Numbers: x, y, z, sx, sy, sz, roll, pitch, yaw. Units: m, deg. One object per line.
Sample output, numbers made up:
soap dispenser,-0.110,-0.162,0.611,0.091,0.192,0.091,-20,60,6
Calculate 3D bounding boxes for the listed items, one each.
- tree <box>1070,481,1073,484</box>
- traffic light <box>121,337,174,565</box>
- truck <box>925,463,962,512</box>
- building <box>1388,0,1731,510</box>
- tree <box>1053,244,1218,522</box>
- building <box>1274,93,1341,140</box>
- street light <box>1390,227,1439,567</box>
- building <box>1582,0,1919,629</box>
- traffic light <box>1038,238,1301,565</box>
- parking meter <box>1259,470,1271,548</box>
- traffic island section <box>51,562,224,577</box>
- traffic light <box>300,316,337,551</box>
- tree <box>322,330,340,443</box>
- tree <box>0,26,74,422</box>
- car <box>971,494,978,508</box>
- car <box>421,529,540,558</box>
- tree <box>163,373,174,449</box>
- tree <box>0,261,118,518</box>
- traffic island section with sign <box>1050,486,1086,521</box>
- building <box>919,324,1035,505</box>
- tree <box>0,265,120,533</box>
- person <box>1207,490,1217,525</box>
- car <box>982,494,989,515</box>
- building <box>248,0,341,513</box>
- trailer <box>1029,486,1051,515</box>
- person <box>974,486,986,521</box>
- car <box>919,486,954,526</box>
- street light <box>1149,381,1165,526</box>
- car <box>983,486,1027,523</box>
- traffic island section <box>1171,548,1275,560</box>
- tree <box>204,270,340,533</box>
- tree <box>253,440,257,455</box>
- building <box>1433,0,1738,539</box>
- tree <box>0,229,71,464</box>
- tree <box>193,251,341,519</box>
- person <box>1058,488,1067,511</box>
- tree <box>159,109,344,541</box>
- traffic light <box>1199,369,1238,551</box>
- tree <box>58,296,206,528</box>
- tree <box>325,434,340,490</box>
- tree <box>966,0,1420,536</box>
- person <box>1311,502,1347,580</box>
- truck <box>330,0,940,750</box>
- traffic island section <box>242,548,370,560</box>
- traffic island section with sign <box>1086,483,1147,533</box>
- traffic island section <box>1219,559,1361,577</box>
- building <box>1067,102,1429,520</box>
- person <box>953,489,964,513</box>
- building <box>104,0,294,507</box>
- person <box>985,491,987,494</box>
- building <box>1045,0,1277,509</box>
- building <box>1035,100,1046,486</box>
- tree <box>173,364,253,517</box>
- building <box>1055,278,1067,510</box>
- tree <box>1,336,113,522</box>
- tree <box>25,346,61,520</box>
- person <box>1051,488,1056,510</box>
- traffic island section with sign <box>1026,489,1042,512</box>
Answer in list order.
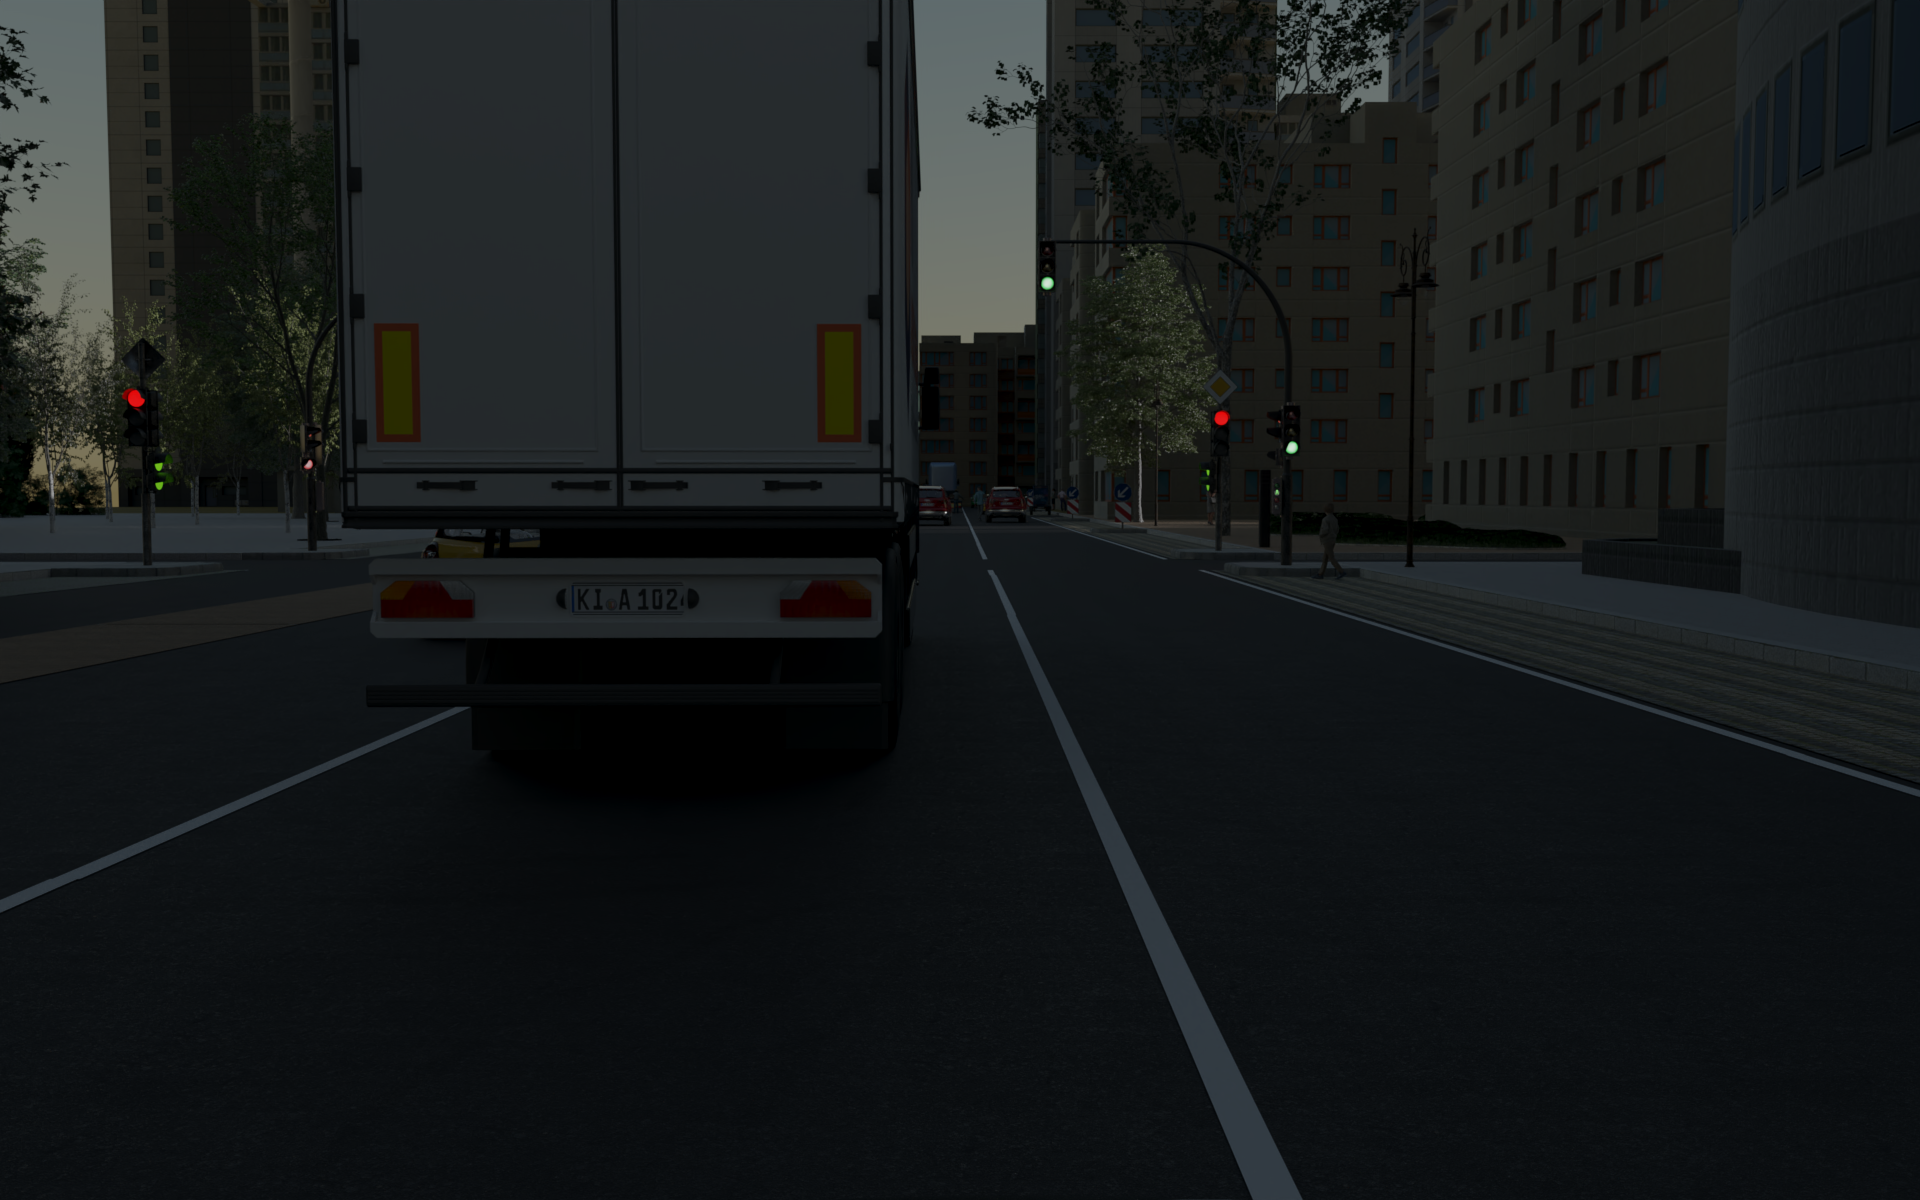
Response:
tree,8.544,-7.503,117.271,1.663,3.219,1.824,0,3,0
traffic light,-14.607,-2.577,31.060,0.839,4.253,0.868,0,4,0
truck,-1.307,-9.309,141.966,2.967,4.110,18.799,0,4,-2
building,60.639,-38.963,179.042,28.212,58.520,21.231,0,4,0
tree,8.075,-9.764,77.774,7.486,12.596,7.792,0,3,0
building,34.470,-29.492,174.069,23.993,40.220,32.217,0,4,0
street light,7.895,-3.513,30.232,0.468,5.910,1.993,0,4,0
building,19.638,-28.933,15.051,21.231,58.520,28.212,0,4,0
traffic light,3.763,-3.444,30.979,4.771,5.953,1.251,0,4,0
parking meter,7.334,-2.200,41.680,0.255,1.863,0.399,0,4,6
traffic island section,-14.647,-0.545,31.194,2.009,0.180,2.903,0,4,0
traffic light,-12.535,-3.940,39.085,4.771,5.953,1.251,0,4,0
tree,-34.953,-11.807,103.411,12.009,13.543,11.850,0,3,0
tree,-17.082,-6.535,23.852,9.611,12.733,9.660,0,3,0
car,2.036,-10.343,177.902,1.959,1.807,4.718,0,4,1
car,-4.581,-0.519,18.709,2.015,1.641,3.980,0,4,-2
tree,-43.720,-8.483,89.066,4.360,8.622,3.978,0,3,0
tree,-56.442,-12.019,98.334,13.155,14.587,18.604,-1,4,-14
traffic island section with sign,5.753,-5.027,90.822,1.989,1.847,2.006,0,4,0
building,9.746,-22.440,211.935,28.899,21.520,27.650,0,4,0
tree,-29.665,-6.513,56.857,4.360,8.622,3.978,0,3,0
person,10.480,-3.996,71.732,0.532,1.782,0.716,1,4,10
car,2.326,-6.862,122.411,2.015,1.641,3.980,0,4,-1
building,-32.813,-26.583,126.518,32.217,40.220,23.993,0,4,0
trailer,5.457,-6.788,118.026,1.471,1.999,3.904,0,4,1
person,1.033,-5.151,92.579,0.638,1.841,0.748,2,4,26
car,-1.429,-4.357,79.907,2.281,1.827,5.304,0,4,1
street light,7.878,-5.911,69.428,0.468,5.910,1.993,0,4,0
car,2.310,-4.861,88.158,2.281,1.827,5.304,0,3,0
traffic island section,5.875,-1.036,39.224,2.009,0.180,2.903,0,4,0
tree,-22.210,-6.527,57.077,4.737,8.622,4.395,0,3,0
tree,-43.933,-9.471,105.220,4.360,8.622,3.978,0,3,0
building,32.569,-12.713,52.895,28.899,21.520,27.650,0,4,0
tree,-38.441,-9.613,63.822,9.857,13.997,8.962,0,3,0
tree,-34.527,-11.215,90.019,9.857,13.997,8.962,0,3,0
person,7.628,-7.429,128.442,0.756,1.711,0.436,3,5,41
tree,-17.607,-7.427,47.183,9.928,11.665,9.643,0,3,0
traffic light,5.835,-3.070,39.110,0.839,4.253,0.868,0,4,0
tree,-30.185,-7.008,64.944,4.737,8.622,4.395,0,3,0
tree,-40.068,-9.855,111.489,4.360,8.622,3.978,0,3,0
tree,7.070,-12.103,53.776,12.611,20.169,13.585,0,3,0
person,6.140,-0.982,28.830,0.640,1.303,0.475,2,4,27
truck,-1.551,-1.472,12.986,2.839,4.237,11.283,0,4,-1
traffic island section,-14.666,-1.034,39.179,2.009,0.180,2.903,0,4,0
traffic island section with sign,5.827,-3.379,63.867,1.989,1.847,2.006,0,4,0
traffic island section,5.894,-0.548,31.239,2.009,0.180,2.903,0,4,0
building,21.130,-15.596,100.039,27.650,21.520,28.899,0,4,0
person,-0.295,-7.326,128.357,1.350,1.814,0.705,-1,4,-16
building,-72.727,-45.292,178.768,20.611,71.187,20.563,0,4,0
person,2.951,-11.174,191.214,0.705,1.822,1.348,2,4,31
building,18.452,-37.863,161.065,21.231,58.520,28.212,0,4,0
building,14.904,-30.543,182.973,14.154,41.232,14.086,0,4,0
tree,-43.331,-9.036,98.099,4.360,8.622,3.978,0,3,0
building,22.020,-17.627,133.237,27.650,21.520,28.899,0,4,0
tree,-44.049,-8.168,83.909,4.737,8.622,4.395,0,3,0
tree,-38.676,-7.837,78.489,4.737,8.622,4.395,0,3,0
person,7.371,-8.038,138.253,0.721,1.735,1.217,1,4,9
traffic island section with sign,5.633,-8.095,140.978,1.989,1.847,2.006,0,4,0
